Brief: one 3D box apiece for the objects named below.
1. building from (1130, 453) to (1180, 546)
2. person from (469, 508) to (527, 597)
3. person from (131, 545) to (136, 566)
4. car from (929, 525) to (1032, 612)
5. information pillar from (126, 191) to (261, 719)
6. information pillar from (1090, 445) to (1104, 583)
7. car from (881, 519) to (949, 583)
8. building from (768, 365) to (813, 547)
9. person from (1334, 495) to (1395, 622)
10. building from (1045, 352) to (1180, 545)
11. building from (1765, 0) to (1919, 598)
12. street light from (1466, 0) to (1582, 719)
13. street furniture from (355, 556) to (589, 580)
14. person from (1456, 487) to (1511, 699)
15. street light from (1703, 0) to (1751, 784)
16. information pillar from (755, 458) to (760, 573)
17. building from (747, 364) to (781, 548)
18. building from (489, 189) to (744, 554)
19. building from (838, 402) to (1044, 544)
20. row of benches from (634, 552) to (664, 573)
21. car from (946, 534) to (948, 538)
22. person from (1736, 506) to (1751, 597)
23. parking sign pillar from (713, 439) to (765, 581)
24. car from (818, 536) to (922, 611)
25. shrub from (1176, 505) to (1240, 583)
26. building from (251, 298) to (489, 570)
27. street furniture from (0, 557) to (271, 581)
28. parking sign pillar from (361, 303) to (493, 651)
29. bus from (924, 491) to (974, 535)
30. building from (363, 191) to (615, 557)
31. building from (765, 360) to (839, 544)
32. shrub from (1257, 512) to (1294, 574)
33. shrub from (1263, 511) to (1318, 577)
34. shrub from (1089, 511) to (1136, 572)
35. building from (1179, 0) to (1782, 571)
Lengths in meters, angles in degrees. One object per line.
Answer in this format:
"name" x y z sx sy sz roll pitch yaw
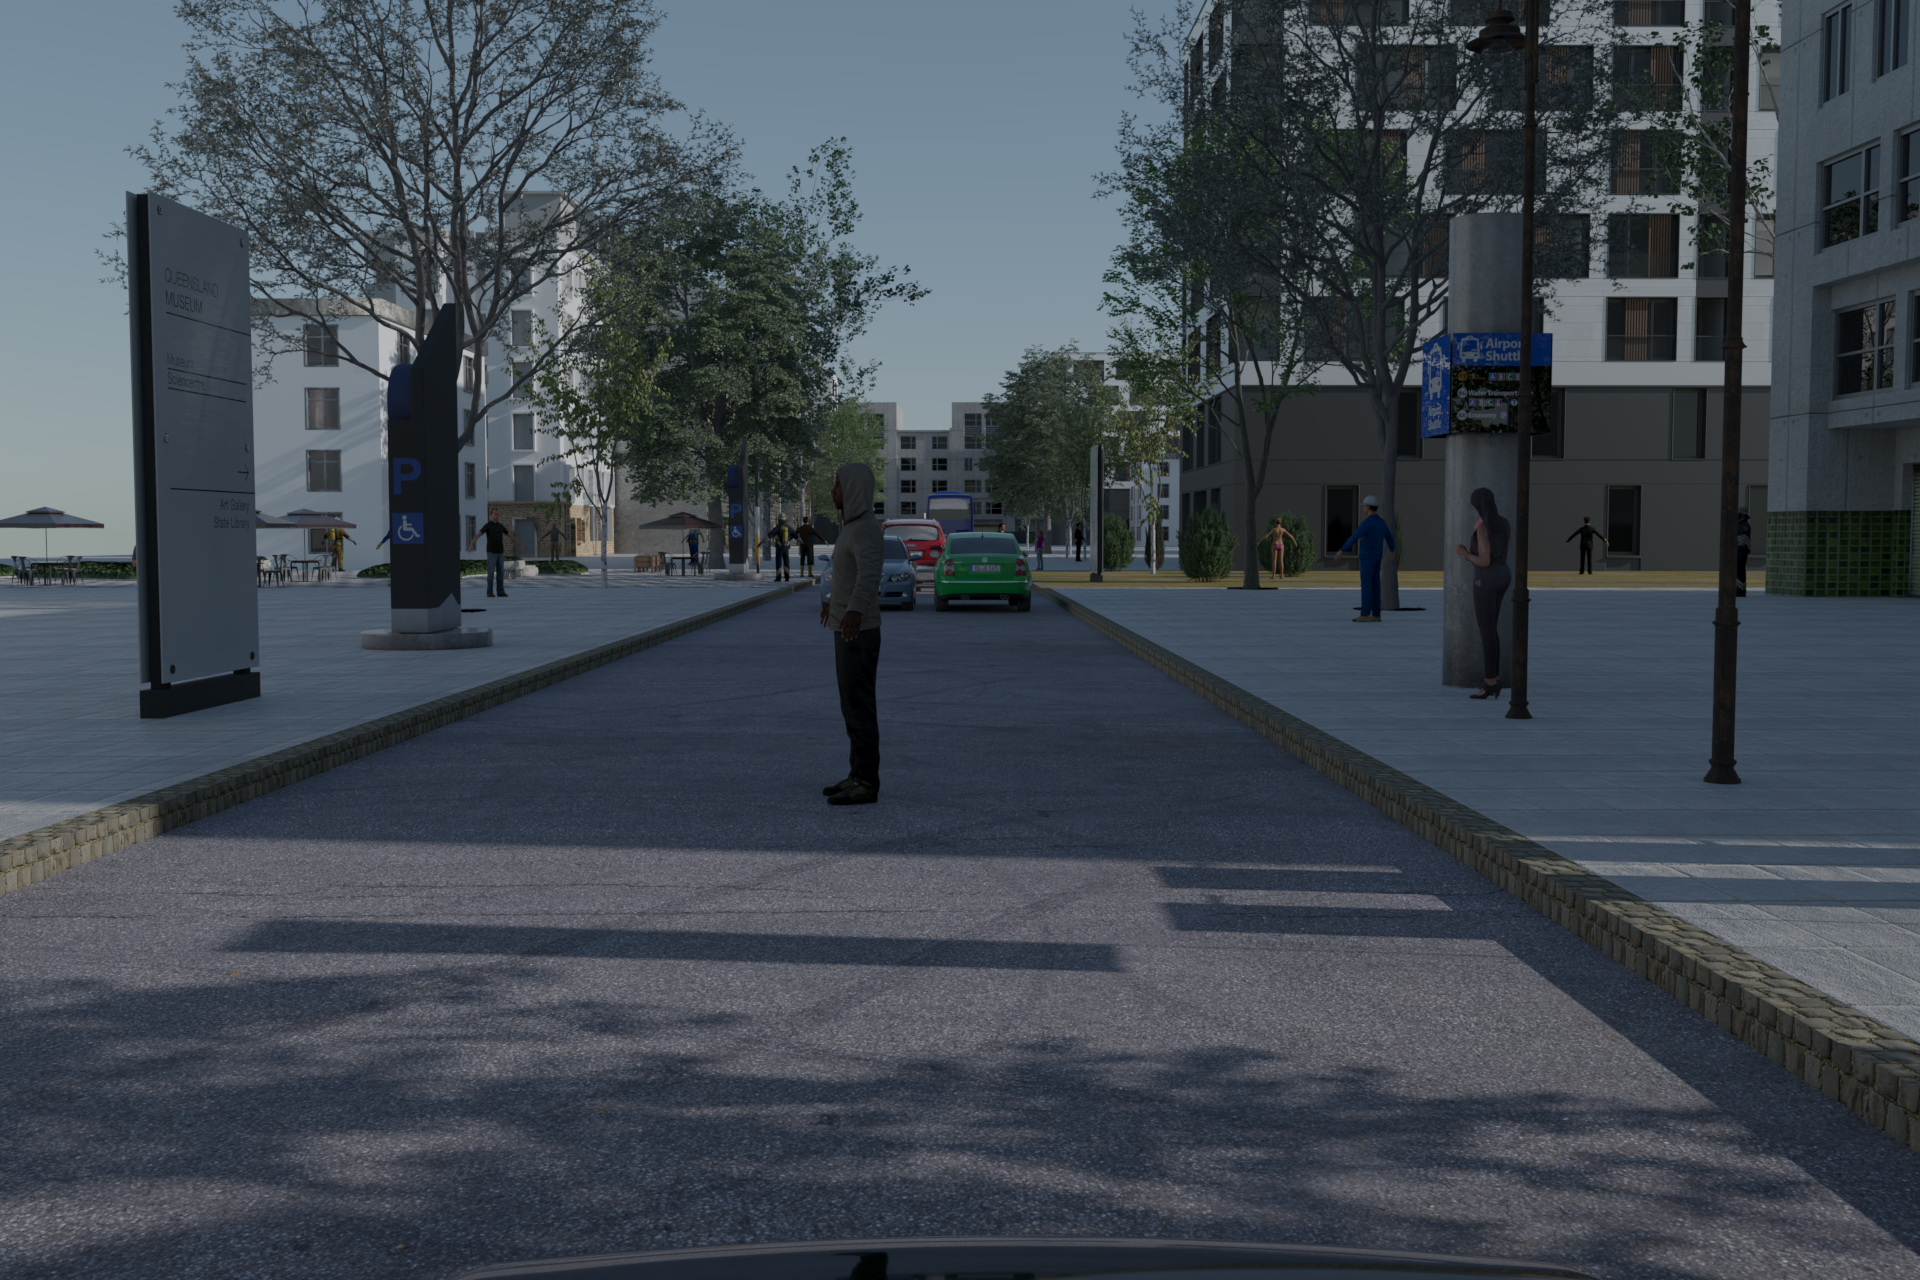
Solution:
"building" 23.430 -14.526 179.654 9.099 9.664 28.070 0 4 0
"person" -9.459 -1.779 35.309 0.705 1.803 1.348 3 5 42
"person" -13.626 -1.408 29.614 0.990 1.755 0.434 -2 4 -23
"car" 0.387 -1.506 33.414 1.959 1.807 4.718 0 4 -2
"information pillar" -5.610 -1.311 12.745 0.184 3.620 1.656 0 4 0
"information pillar" 3.658 -3.368 46.385 0.184 3.620 1.656 0 4 -2
"car" -1.244 -2.185 44.396 2.281 1.827 5.304 0 4 -1
"building" -26.224 -21.742 186.412 19.493 23.208 18.063 0 4 0
"person" 5.977 -1.188 25.304 1.347 1.842 0.705 -3 5 -39
"building" 24.119 -22.459 211.178 27.936 21.610 32.646 0 4 -1
"building" 25.688 -9.429 20.625 16.747 18.905 31.486 0 4 -1
"street light" 3.894 -2.392 11.897 0.468 5.910 1.993 0 4 0
"street furniture" -14.898 -2.324 53.631 5.734 0.657 10.072 0 4 3
"person" 4.091 -0.370 13.561 0.415 1.643 0.593 0 4 2
"street light" 3.943 -2.201 8.780 0.468 5.910 1.993 0 4 -1
"information pillar" -6.185 -3.762 52.869 0.183 3.616 0.504 0 4 -1
"building" -27.251 -20.451 165.308 19.493 23.208 18.063 0 4 -1
"building" -25.372 -17.671 119.850 19.493 23.208 18.063 0 4 0
"building" -0.952 -22.603 238.479 31.486 18.905 16.747 0 4 1
"row of benches" -10.618 -2.682 59.315 1.422 0.672 4.104 0 4 -4
"car" -1.338 -2.595 51.098 2.281 1.827 5.304 0 4 0
"person" 15.913 -1.804 35.358 0.704 1.845 1.351 1 4 19
"parking sign pillar" -6.181 -3.662 48.347 1.447 3.967 1.447 0 4 -1
"car" -1.740 -1.338 33.884 2.014 1.417 4.499 0 4 -1
"shrub" 6.581 -2.571 46.084 1.661 2.075 1.752 0 3 0
"building" -25.158 -8.177 75.838 9.099 9.664 28.070 0 3 0
"street furniture" -25.296 -2.159 50.927 10.072 0.657 5.734 1 4 23
"parking sign pillar" -6.079 -1.908 19.660 1.447 3.967 1.447 0 4 0
"bus" -0.635 -6.540 98.473 2.896 3.916 12.251 0 4 -1
"building" -26.729 -14.704 96.832 16.016 20.090 11.380 0 4 -1
"building" -29.846 -22.547 212.620 27.936 21.610 32.646 0 4 0
"shrub" 10.309 -3.143 55.805 1.690 2.028 1.600 0 3 0
"shrub" 9.859 -2.892 51.710 1.690 2.028 1.600 0 3 0
"shrub" 5.231 -3.390 59.461 1.661 2.075 1.752 0 3 0
"building" 23.238 -14.173 75.703 27.936 21.610 32.646 0 4 0
